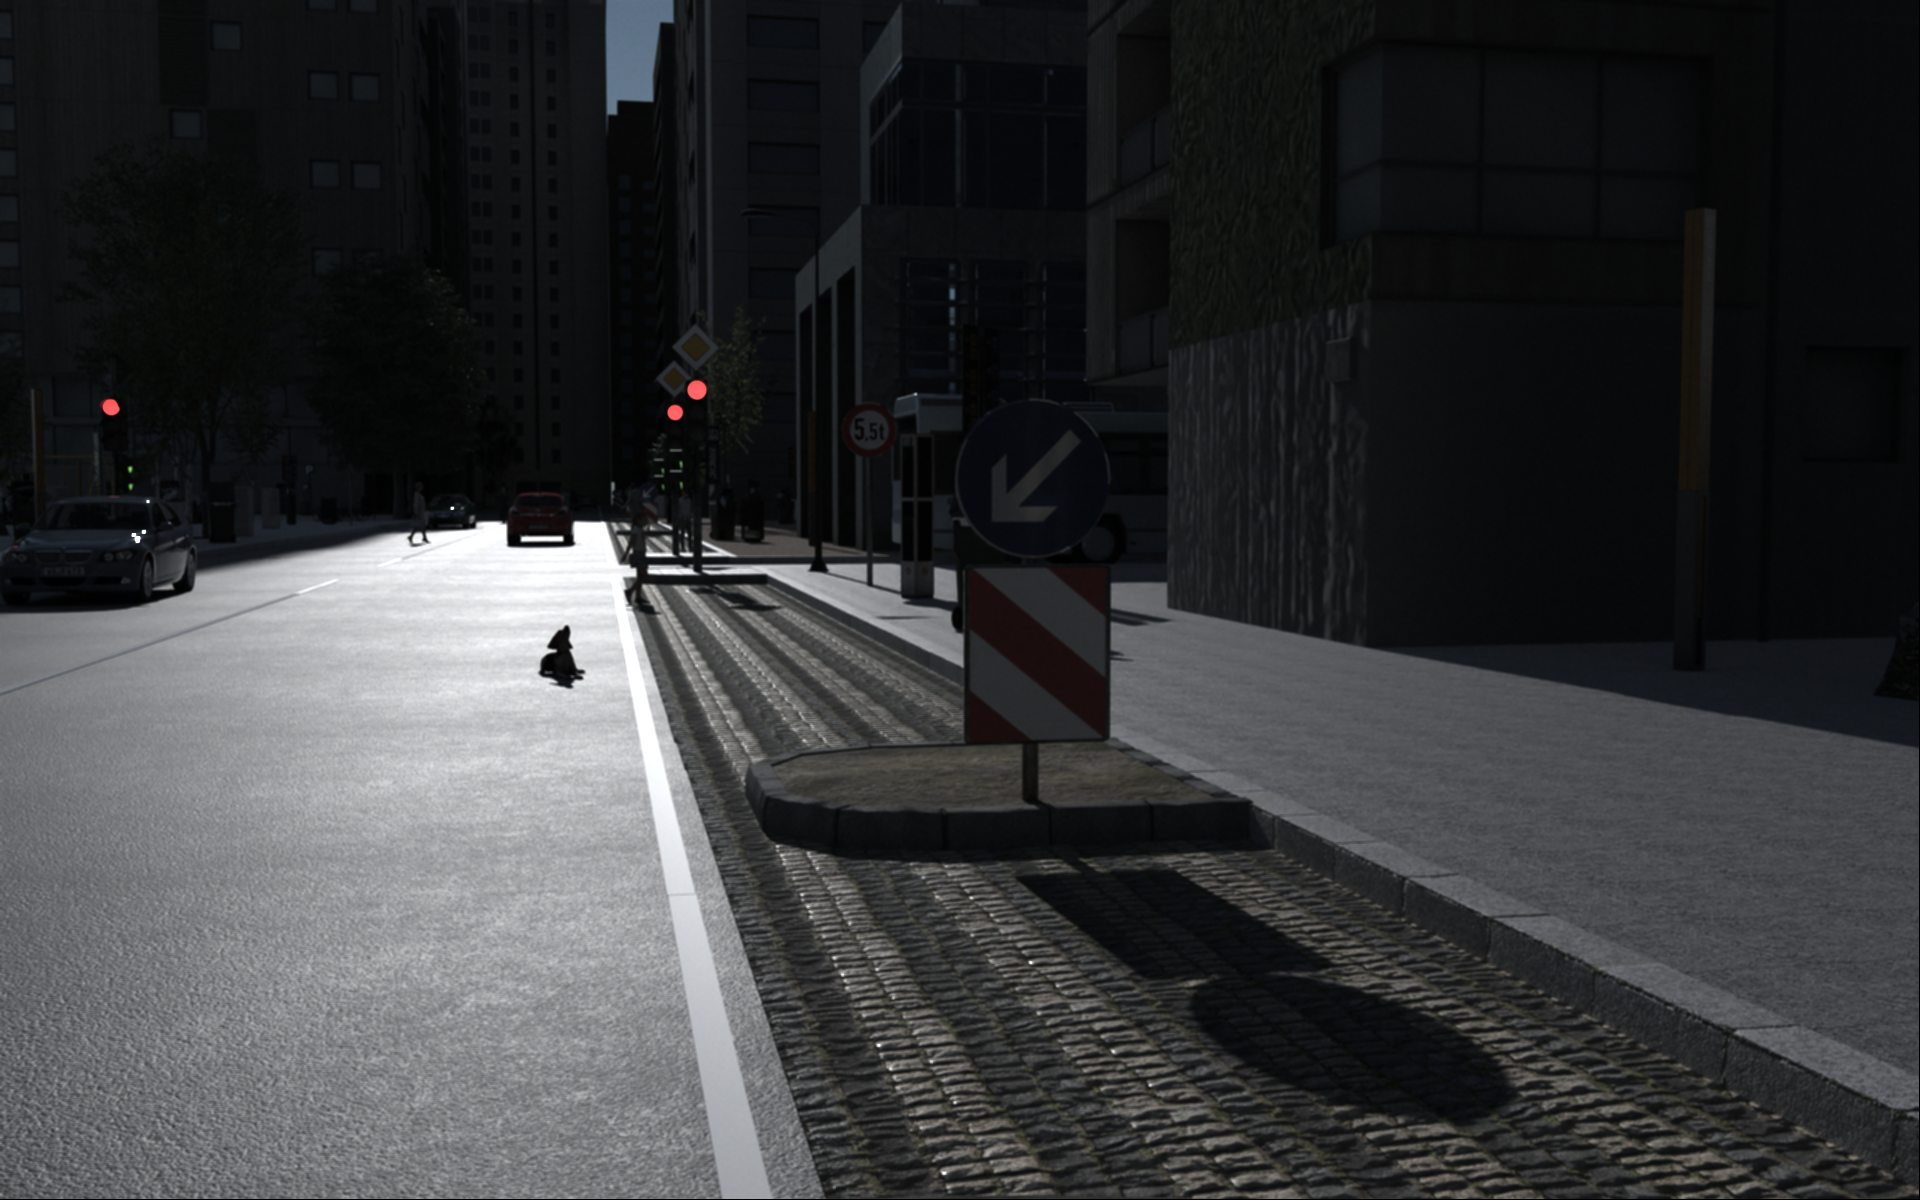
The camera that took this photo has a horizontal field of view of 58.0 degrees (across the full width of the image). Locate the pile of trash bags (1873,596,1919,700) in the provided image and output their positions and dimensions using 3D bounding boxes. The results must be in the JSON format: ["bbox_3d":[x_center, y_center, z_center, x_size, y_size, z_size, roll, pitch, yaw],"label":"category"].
[{"bbox_3d":[7.632,-0.090,11.220,3.447,1.369,1.912,-2,4,-34],"label":"pile of trash bags"}]

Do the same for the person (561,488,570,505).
[{"bbox_3d":[-23.825,-5.876,104.599,0.660,1.820,0.620,1,4,17],"label":"person"}]

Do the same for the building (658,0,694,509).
[{"bbox_3d":[-16.639,-43.707,152.857,20.563,71.187,20.611,-1,4,-12],"label":"building"}]

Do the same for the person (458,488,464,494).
[{"bbox_3d":[-30.749,-5.998,106.905,0.599,1.781,0.374,-1,4,-13],"label":"person"}]

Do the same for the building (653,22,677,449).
[{"bbox_3d":[-19.552,-33.688,174.498,21.300,48.544,21.600,-1,4,-12],"label":"building"}]

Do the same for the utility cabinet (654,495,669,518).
[{"bbox_3d":[-16.012,-4.998,92.886,1.020,1.237,0.306,3,5,45],"label":"utility cabinet"}]

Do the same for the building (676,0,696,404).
[{"bbox_3d":[-7.156,-33.107,130.538,28.713,52.752,27.495,-1,4,-12],"label":"building"}]

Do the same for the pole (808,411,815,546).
[{"bbox_3d":[-3.655,-2.991,42.752,0.158,3.312,0.155,0,3,0],"label":"pole"}]

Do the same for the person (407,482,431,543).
[{"bbox_3d":[-15.773,-2.543,50.432,0.624,1.780,0.694,0,4,-1],"label":"person"}]

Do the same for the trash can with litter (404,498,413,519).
[{"bbox_3d":[-28.350,-4.704,88.295,0.624,1.170,1.055,1,4,8],"label":"trash can with litter"}]

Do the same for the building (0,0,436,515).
[{"bbox_3d":[-50.964,-32.314,117.577,28.713,52.752,27.495,-1,4,-12],"label":"building"}]

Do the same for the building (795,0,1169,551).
[{"bbox_3d":[10.690,-45.116,50.325,31.000,86.520,22.319,-1,4,-12],"label":"building"}]

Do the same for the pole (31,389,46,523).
[{"bbox_3d":[-17.917,-2.438,33.703,0.158,3.312,0.155,0,3,0],"label":"pole"}]

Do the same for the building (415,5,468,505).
[{"bbox_3d":[-47.957,-27.920,140.092,14.154,41.232,14.086,-1,4,-12],"label":"building"}]

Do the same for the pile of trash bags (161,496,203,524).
[{"bbox_3d":[-33.574,-3.928,73.981,1.912,1.369,3.447,1,4,12],"label":"pile of trash bags"}]

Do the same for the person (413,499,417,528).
[{"bbox_3d":[-22.660,-3.603,72.099,0.352,1.250,0.332,3,5,42],"label":"person"}]

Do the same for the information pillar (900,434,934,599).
[{"bbox_3d":[-0.525,-1.030,21.336,0.304,2.012,0.304,-3,5,-40],"label":"information pillar"}]

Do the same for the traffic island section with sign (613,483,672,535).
[{"bbox_3d":[-11.051,-3.187,60.729,1.989,1.847,2.006,-1,4,-12],"label":"traffic island section with sign"}]

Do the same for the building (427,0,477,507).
[{"bbox_3d":[-58.392,-44.528,166.289,20.611,71.187,20.563,-1,4,-12],"label":"building"}]

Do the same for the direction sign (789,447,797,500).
[{"bbox_3d":[-7.948,-5.622,83.920,0.379,3.537,0.876,3,5,44],"label":"direction sign"}]

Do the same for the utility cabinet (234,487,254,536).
[{"bbox_3d":[-21.759,-2.633,51.735,1.173,1.500,0.318,0,4,4],"label":"utility cabinet"}]

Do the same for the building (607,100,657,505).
[{"bbox_3d":[-33.540,-33.728,201.558,14.200,45.320,14.600,-1,4,-12],"label":"building"}]

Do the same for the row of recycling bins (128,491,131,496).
[{"bbox_3d":[-40.716,-4.847,86.358,1.069,1.692,3.534,-1,4,-17],"label":"row of recycling bins"}]

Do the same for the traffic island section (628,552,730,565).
[{"bbox_3d":[-5.971,-0.873,36.558,2.009,0.180,2.903,-1,4,-12],"label":"traffic island section"}]

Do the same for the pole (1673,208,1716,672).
[{"bbox_3d":[5.306,-1.141,12.506,0.158,3.312,0.155,0,3,0],"label":"pole"}]

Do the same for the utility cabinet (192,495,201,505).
[{"bbox_3d":[-43.818,-5.445,100.192,1.020,1.237,0.306,-1,4,-16],"label":"utility cabinet"}]

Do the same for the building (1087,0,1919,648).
[{"bbox_3d":[8.851,-20.656,21.324,14.154,41.232,14.086,-1,4,-12],"label":"building"}]

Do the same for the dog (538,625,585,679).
[{"bbox_3d":[-3.101,0.395,13.734,0.550,0.427,0.748,1,4,16],"label":"dog"}]

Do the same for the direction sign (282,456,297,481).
[{"bbox_3d":[-39.497,-6.734,102.090,0.876,3.537,0.379,0,4,3],"label":"direction sign"}]

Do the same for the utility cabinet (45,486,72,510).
[{"bbox_3d":[-25.249,-2.438,48.534,0.318,1.500,1.173,0,4,-4],"label":"utility cabinet"}]

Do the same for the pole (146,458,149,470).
[{"bbox_3d":[-43.905,-6.109,93.725,0.158,3.312,0.155,0,3,0],"label":"pole"}]

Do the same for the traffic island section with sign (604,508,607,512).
[{"bbox_3d":[-26.883,-7.800,136.150,1.989,1.847,2.006,-1,4,-12],"label":"traffic island section with sign"}]

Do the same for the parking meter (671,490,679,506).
[{"bbox_3d":[-13.686,-4.570,83.137,0.372,1.533,0.369,0,3,0],"label":"parking meter"}]

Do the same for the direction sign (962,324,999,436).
[{"bbox_3d":[0.285,-1.929,23.536,0.379,3.537,0.876,2,4,33],"label":"direction sign"}]

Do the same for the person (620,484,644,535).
[{"bbox_3d":[-11.124,-3.080,59.132,0.850,1.792,0.678,2,4,29],"label":"person"}]

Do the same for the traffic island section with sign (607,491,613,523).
[{"bbox_3d":[-16.656,-4.818,87.407,1.989,1.847,2.006,-1,4,-12],"label":"traffic island section with sign"}]

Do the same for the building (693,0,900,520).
[{"bbox_3d":[-4.528,-34.018,98.193,21.231,58.520,28.212,-1,4,-12],"label":"building"}]

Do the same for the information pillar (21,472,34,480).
[{"bbox_3d":[-31.097,-3.262,57.825,0.304,2.012,0.304,-1,4,-14],"label":"information pillar"}]

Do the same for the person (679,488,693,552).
[{"bbox_3d":[-6.799,-1.987,42.806,0.589,1.601,0.330,-3,5,-42],"label":"person"}]

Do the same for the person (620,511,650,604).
[{"bbox_3d":[-4.252,-0.561,22.683,0.382,1.210,0.505,0,4,-7],"label":"person"}]

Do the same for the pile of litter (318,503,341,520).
[{"bbox_3d":[-31.535,-4.454,86.787,1.176,0.858,1.719,1,4,12],"label":"pile of litter"}]

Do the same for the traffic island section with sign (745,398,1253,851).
[{"bbox_3d":[0.048,0.044,7.901,1.989,1.847,2.006,-1,4,-12],"label":"traffic island section with sign"}]

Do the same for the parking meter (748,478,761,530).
[{"bbox_3d":[-7.363,-3.448,62.080,0.399,1.863,0.255,1,4,17],"label":"parking meter"}]

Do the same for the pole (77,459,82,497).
[{"bbox_3d":[-50.977,-6.510,100.288,0.158,3.312,0.155,0,3,0],"label":"pole"}]

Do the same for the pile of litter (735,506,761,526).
[{"bbox_3d":[-8.921,-3.462,70.562,1.719,0.858,1.176,-1,4,-13],"label":"pile of litter"}]

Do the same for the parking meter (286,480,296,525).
[{"bbox_3d":[-27.989,-4.083,72.465,0.255,1.863,0.399,-3,5,-44],"label":"parking meter"}]

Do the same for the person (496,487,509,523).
[{"bbox_3d":[-22.729,-4.721,86.116,0.576,1.772,0.534,-3,4,-38],"label":"person"}]

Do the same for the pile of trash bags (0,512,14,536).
[{"bbox_3d":[-30.211,-2.673,53.464,1.912,1.369,3.447,1,4,21],"label":"pile of trash bags"}]

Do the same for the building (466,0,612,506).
[{"bbox_3d":[-55.080,-40.279,200.554,28.212,58.520,21.231,-1,4,-12],"label":"building"}]

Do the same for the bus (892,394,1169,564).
[{"bbox_3d":[5.391,-2.406,34.198,13.247,3.499,2.948,-1,4,-13],"label":"bus"}]

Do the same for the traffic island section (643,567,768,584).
[{"bbox_3d":[-4.330,-0.395,28.743,2.009,0.180,2.903,-1,4,-12],"label":"traffic island section"}]

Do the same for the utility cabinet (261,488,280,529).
[{"bbox_3d":[-25.426,-3.379,63.927,0.318,1.500,1.173,0,4,-4],"label":"utility cabinet"}]
